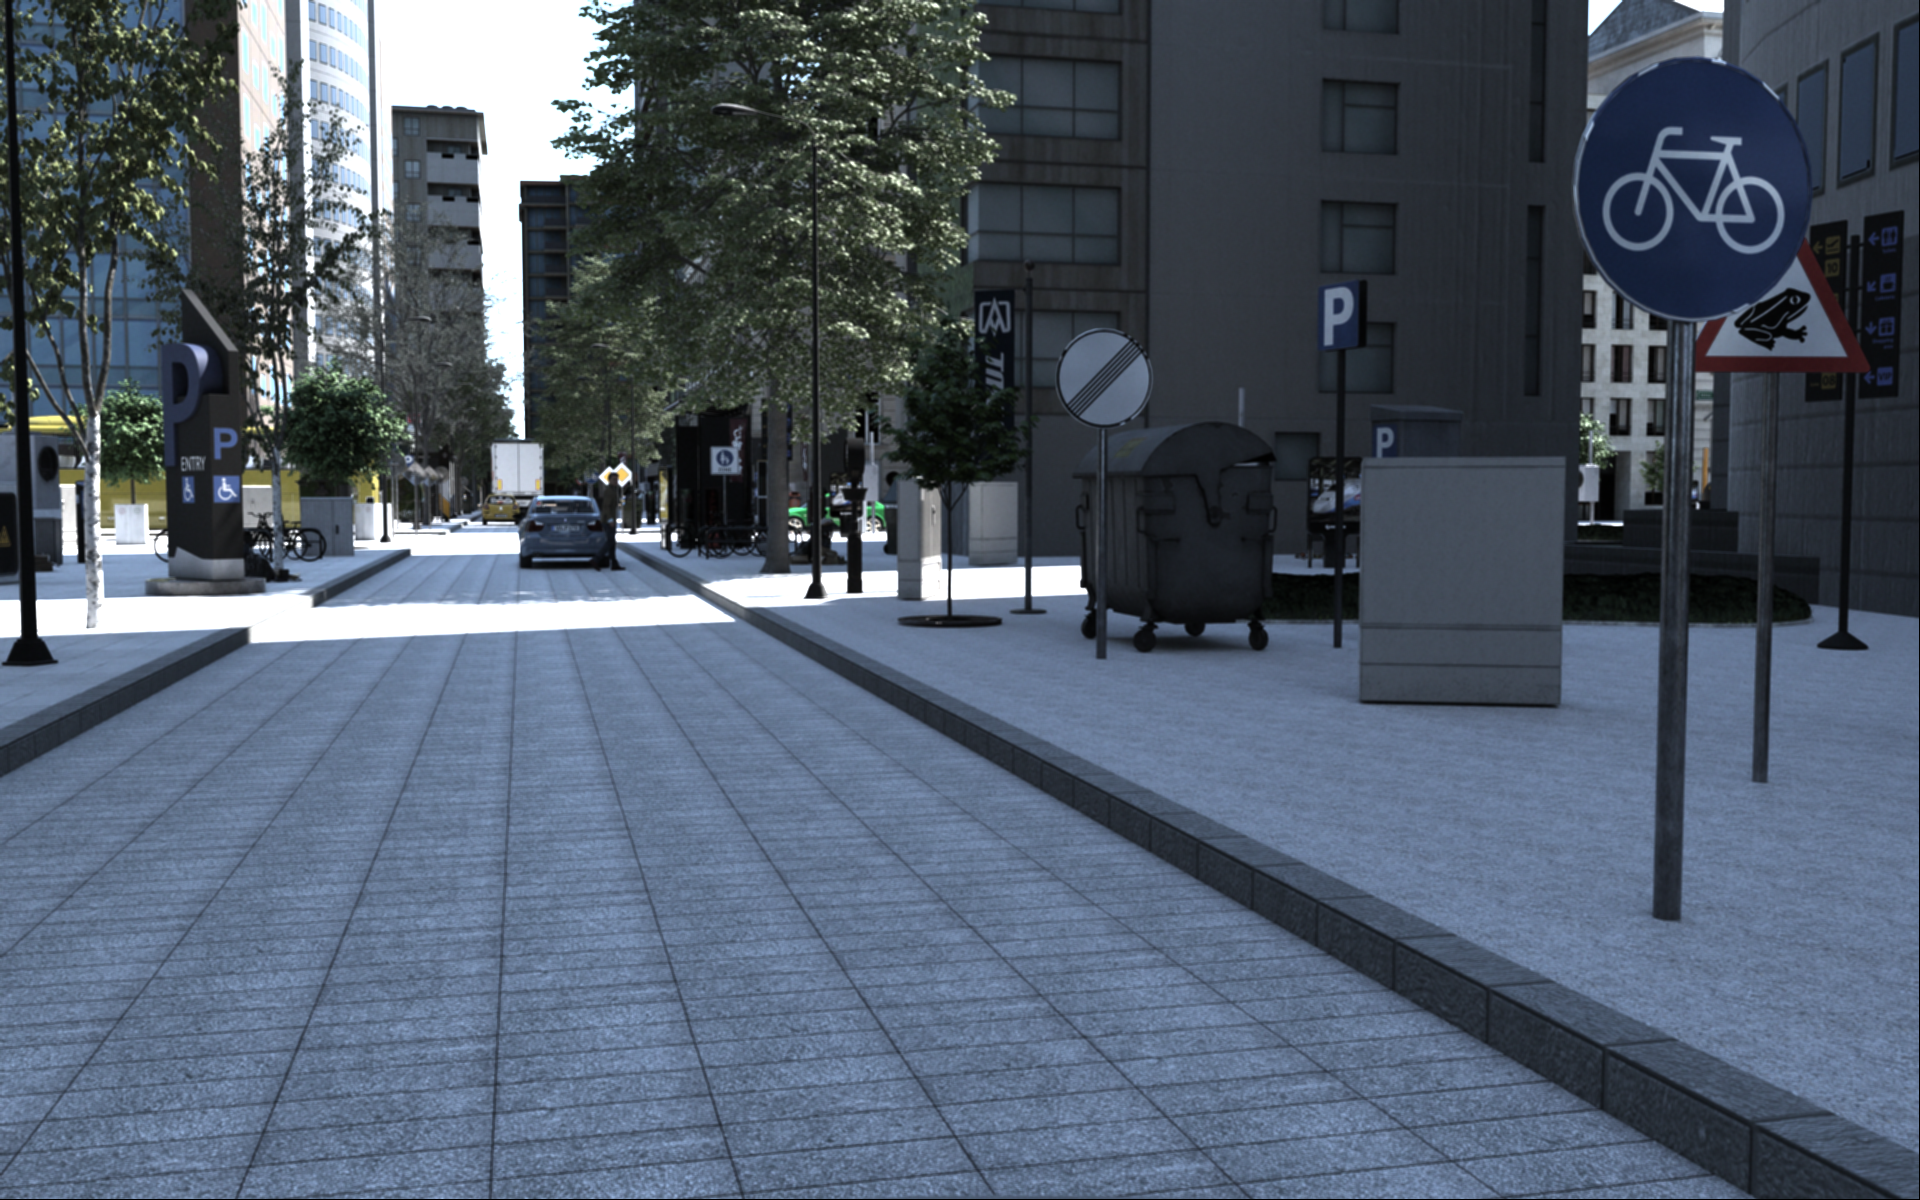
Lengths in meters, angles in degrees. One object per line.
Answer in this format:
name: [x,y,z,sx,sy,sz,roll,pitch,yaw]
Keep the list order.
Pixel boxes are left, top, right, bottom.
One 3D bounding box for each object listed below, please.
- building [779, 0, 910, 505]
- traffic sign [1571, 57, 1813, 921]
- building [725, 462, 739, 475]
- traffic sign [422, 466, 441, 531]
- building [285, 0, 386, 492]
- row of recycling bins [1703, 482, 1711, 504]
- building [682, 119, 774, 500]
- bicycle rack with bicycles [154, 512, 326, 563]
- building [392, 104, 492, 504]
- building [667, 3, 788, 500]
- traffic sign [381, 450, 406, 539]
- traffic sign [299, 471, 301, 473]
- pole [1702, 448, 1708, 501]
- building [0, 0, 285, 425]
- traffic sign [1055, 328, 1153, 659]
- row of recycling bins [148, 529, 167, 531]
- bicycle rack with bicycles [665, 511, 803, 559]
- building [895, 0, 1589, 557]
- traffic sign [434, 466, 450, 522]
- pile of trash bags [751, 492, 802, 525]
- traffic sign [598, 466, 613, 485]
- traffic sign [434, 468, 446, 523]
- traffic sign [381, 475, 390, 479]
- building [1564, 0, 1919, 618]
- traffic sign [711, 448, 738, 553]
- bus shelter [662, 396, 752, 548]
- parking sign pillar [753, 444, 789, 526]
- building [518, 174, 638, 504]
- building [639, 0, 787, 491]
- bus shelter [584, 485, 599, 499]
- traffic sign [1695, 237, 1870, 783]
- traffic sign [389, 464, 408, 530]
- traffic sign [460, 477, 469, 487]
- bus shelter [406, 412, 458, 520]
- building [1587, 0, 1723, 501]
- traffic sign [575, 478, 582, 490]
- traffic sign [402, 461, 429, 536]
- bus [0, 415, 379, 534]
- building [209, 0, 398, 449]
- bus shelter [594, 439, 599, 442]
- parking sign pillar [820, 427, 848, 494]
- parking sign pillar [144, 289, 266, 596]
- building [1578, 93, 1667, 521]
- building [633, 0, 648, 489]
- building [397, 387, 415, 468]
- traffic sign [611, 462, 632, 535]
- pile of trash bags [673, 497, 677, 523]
building: [4.653,-17.268,79.602,25.104,27.353,12.463,-1,4,-14]
traffic sign: [2.141,-0.310,5.167,0.768,2.556,0.104,-1,4,-10]
building: [-24.452,-28.527,238.121,14.107,30.474,14.160,-1,4,-14]
traffic sign: [-18.584,-3.489,60.682,0.795,2.450,0.064,-1,4,-14]
building: [-59.501,-36.687,141.836,21.231,58.520,28.212,-1,4,-14]
row of recycling bins: [22.509,-2.559,48.946,1.069,1.692,3.534,-1,4,-23]
building: [-8.754,-20.880,117.808,17.030,29.872,44.131,-1,4,-14]
bicycle rack with bicycles: [-13.483,-1.216,33.262,2.925,0.926,2.852,1,4,11]
building: [-75.272,-39.368,232.911,27.495,52.752,28.713,-1,4,-14]
building: [-17.876,-28.402,147.964,14.154,41.232,14.086,-1,4,-14]
traffic sign: [-16.229,-3.023,49.529,0.768,2.556,0.104,-1,4,-9]
traffic sign: [-18.940,-3.082,50.503,0.768,2.556,0.104,-1,4,-13]
pole: [32.967,-5.066,76.670,0.158,3.312,0.155,0,3,0]
building: [-35.810,-25.721,70.652,14.600,45.320,14.200,-1,4,-14]
traffic sign: [1.103,-0.815,13.427,0.768,2.556,0.104,-1,4,-9]
row of recycling bins: [-28.074,-3.358,62.010,1.069,1.692,3.534,1,4,12]
bicycle rack with bicycles: [-4.510,-1.335,35.216,2.925,0.926,2.852,-1,4,-12]
building: [5.406,-21.927,42.098,14.154,41.232,14.086,-1,4,-14]
traffic sign: [-23.673,-4.828,79.051,0.768,2.556,0.104,0,4,-5]
pile of trash bags: [-8.104,-3.709,70.389,3.447,1.369,1.912,-2,4,-24]
traffic sign: [-12.572,-3.580,62.172,0.795,2.450,0.064,-1,4,-14]
traffic sign: [-23.317,-4.650,77.208,0.795,2.450,0.064,-1,4,-12]
traffic sign: [-26.628,-4.942,80.911,0.768,2.556,0.104,0,4,-7]
building: [20.574,-28.953,15.379,21.231,58.520,28.212,-1,4,-14]
traffic sign: [-5.085,-2.163,37.495,0.606,2.300,0.079,-1,4,-9]
bus shelter: [-6.536,-3.262,44.618,1.731,3.624,6.357,-1,4,-14]
parking sign pillar: [-7.347,-4.836,67.546,1.447,3.967,1.447,-2,4,-30]
building: [-46.730,-35.554,235.930,28.867,44.769,22.147,-1,4,-14]
building: [-19.069,-33.175,166.111,21.300,48.544,21.600,-1,4,-14]
bus shelter: [-22.496,-7.030,106.227,1.731,3.624,6.357,-1,4,-14]
traffic sign: [3.565,-0.467,7.644,0.884,2.594,0.081,0,4,-7]
traffic sign: [-20.105,-3.776,61.844,0.768,2.556,0.104,0,4,-7]
traffic sign: [-36.562,-7.795,127.556,0.768,2.556,0.104,-1,4,-13]
bus shelter: [-26.748,-6.744,87.889,2.179,5.291,8.768,-1,4,-14]
building: [44.296,-18.557,90.792,23.554,28.519,14.401,-1,4,-14]
traffic sign: [-22.394,-6.273,102.672,0.768,2.556,0.104,-1,4,-12]
traffic sign: [-16.631,-3.015,52.939,0.795,2.450,0.064,-1,4,-14]
bus: [-25.148,-3.914,55.541,12.252,3.916,2.896,-1,4,-14]
building: [-61.346,-31.449,164.297,14.600,45.320,14.200,-1,4,-14]
bus shelter: [-26.310,-8.960,124.122,2.179,5.291,8.768,-1,4,-14]
parking sign pillar: [-4.850,-4.650,64.502,1.447,3.967,1.447,-2,4,-24]
parking sign pillar: [-9.769,-2.071,22.333,1.447,3.967,1.447,3,5,42]
building: [24.989,-14.081,84.974,16.860,20.320,10.420,-1,4,-14]
building: [-24.959,-39.631,189.962,21.231,58.520,28.212,-1,4,-14]
building: [-74.446,-53.112,181.054,31.000,86.520,22.319,-1,4,-14]
traffic sign: [-10.619,-3.106,54.428,0.795,2.450,0.064,-1,4,-14]
pile of trash bags: [-11.779,-4.089,76.600,1.912,1.369,3.447,-1,4,-17]
